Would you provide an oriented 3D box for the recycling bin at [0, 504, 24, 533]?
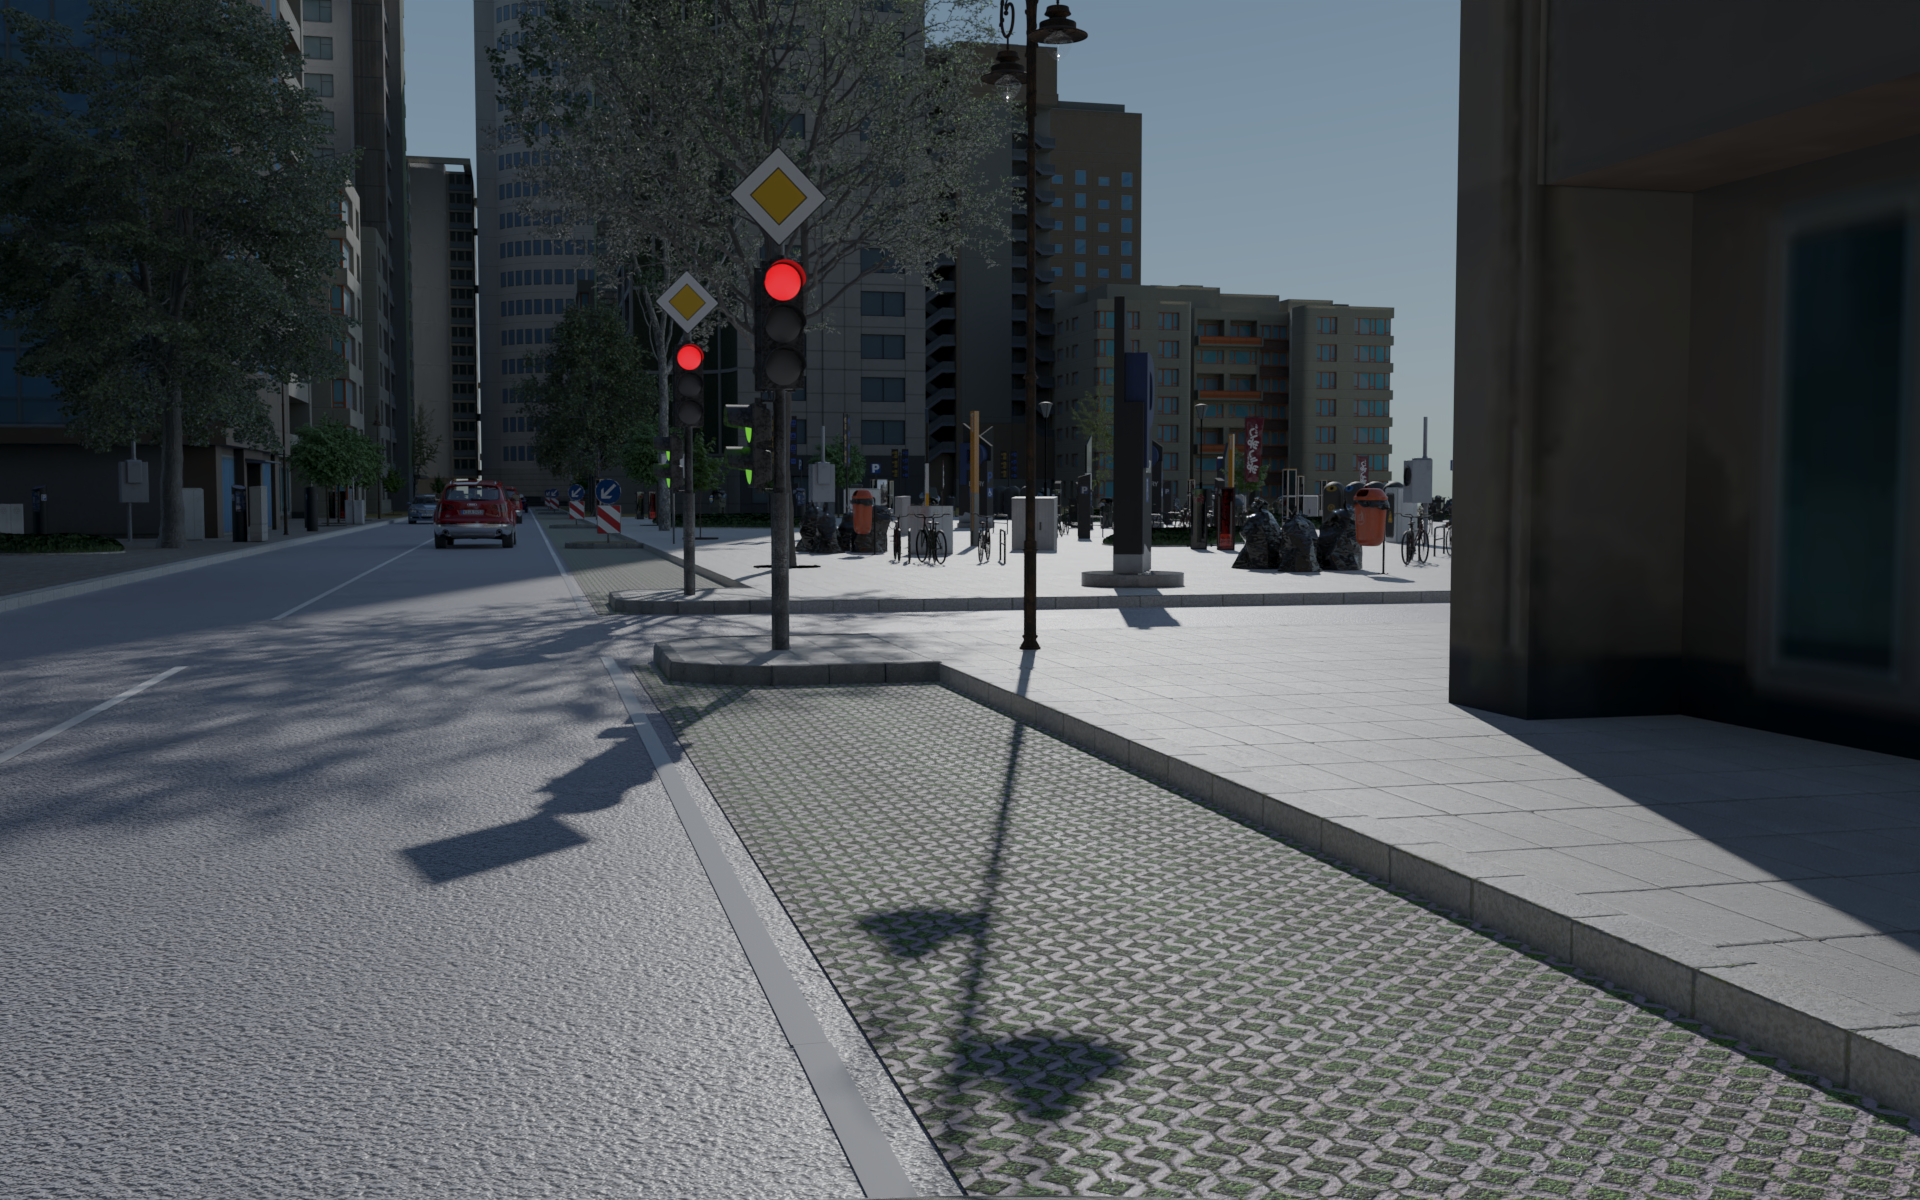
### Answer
[{"bbox_3d":[-24.499,-1.942,44.313,0.722,1.027,0.722,2,4,30],"label":"recycling bin"}]

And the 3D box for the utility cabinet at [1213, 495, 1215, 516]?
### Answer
[{"bbox_3d":[12.983,-4.722,88.368,1.020,1.237,0.306,0,4,5],"label":"utility cabinet"}]

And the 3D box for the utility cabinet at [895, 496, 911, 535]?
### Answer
[{"bbox_3d":[-1.805,-2.636,54.263,0.306,1.237,1.020,-1,4,-14],"label":"utility cabinet"}]

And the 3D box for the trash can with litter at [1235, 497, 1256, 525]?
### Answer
[{"bbox_3d":[10.484,-3.275,64.941,0.624,1.170,1.055,-1,4,-13],"label":"trash can with litter"}]

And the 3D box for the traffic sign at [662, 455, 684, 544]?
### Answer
[{"bbox_3d":[-7.326,-2.577,44.261,0.606,2.300,0.079,-1,4,-8],"label":"traffic sign"}]

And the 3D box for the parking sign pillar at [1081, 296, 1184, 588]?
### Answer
[{"bbox_3d":[2.430,-2.190,24.278,1.447,3.967,1.447,1,4,12],"label":"parking sign pillar"}]

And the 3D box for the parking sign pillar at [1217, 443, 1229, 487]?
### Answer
[{"bbox_3d":[13.714,-6.236,90.437,1.447,3.967,1.447,1,4,17],"label":"parking sign pillar"}]

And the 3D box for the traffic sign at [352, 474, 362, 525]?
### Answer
[{"bbox_3d":[-25.444,-4.434,72.605,0.768,2.556,0.104,-1,4,-9],"label":"traffic sign"}]

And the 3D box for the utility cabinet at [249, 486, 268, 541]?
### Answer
[{"bbox_3d":[-18.940,-2.328,46.747,0.318,1.500,1.173,-1,4,-15],"label":"utility cabinet"}]

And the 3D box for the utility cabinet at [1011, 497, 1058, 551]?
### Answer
[{"bbox_3d":[1.698,-1.738,39.580,1.020,1.237,0.306,1,4,21],"label":"utility cabinet"}]

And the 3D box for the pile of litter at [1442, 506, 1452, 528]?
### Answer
[{"bbox_3d":[18.811,-3.155,65.553,1.176,0.858,1.719,-1,4,-23],"label":"pile of litter"}]

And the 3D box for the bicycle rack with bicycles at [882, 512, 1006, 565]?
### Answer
[{"bbox_3d":[-0.203,-1.177,32.631,2.852,0.926,2.925,0,4,0],"label":"bicycle rack with bicycles"}]

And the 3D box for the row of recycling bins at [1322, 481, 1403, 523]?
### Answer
[{"bbox_3d":[13.436,-3.085,57.548,1.069,1.692,3.534,-2,4,-33],"label":"row of recycling bins"}]

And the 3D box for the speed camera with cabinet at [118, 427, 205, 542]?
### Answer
[{"bbox_3d":[-21.811,-3.239,47.287,2.038,3.252,0.660,-2,4,-32],"label":"speed camera with cabinet"}]

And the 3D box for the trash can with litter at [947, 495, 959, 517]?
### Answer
[{"bbox_3d":[-0.839,-5.245,96.810,2.233,1.210,1.678,1,4,13],"label":"trash can with litter"}]

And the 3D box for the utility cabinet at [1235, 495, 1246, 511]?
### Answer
[{"bbox_3d":[16.222,-5.486,100.862,0.306,1.237,1.020,-2,4,-33],"label":"utility cabinet"}]

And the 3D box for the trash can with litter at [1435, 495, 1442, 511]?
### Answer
[{"bbox_3d":[29.706,-5.885,107.279,1.678,1.210,2.233,-1,4,-18],"label":"trash can with litter"}]

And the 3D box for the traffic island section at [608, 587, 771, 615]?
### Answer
[{"bbox_3d":[-3.418,0.014,22.052,2.009,0.180,2.903,-1,4,-14],"label":"traffic island section"}]

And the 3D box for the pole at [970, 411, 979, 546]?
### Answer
[{"bbox_3d":[0.358,-2.983,42.610,0.158,3.312,0.155,0,3,0],"label":"pole"}]

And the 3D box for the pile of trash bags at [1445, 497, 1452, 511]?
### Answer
[{"bbox_3d":[25.375,-5.149,93.936,3.447,1.369,1.912,3,4,36],"label":"pile of trash bags"}]

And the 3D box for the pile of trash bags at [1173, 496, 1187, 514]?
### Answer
[{"bbox_3d":[12.948,-5.466,99.113,1.912,1.369,3.447,2,4,24],"label":"pile of trash bags"}]

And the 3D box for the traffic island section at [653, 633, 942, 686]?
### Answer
[{"bbox_3d":[-1.459,0.488,14.310,2.009,0.180,2.903,-1,4,-14],"label":"traffic island section"}]

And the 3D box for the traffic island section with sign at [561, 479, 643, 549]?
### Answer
[{"bbox_3d":[-9.461,-2.280,45.901,1.989,1.847,2.006,-1,4,-14],"label":"traffic island section with sign"}]

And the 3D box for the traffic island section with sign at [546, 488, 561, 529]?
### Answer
[{"bbox_3d":[-16.155,-3.898,72.362,1.989,1.847,2.006,-1,4,-14],"label":"traffic island section with sign"}]

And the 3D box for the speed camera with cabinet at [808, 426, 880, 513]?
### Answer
[{"bbox_3d":[-3.385,-3.451,50.764,2.038,3.252,0.660,-1,4,-18],"label":"speed camera with cabinet"}]

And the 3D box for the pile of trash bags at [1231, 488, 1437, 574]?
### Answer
[{"bbox_3d":[6.049,-1.174,28.952,1.912,1.369,3.447,-1,4,-22],"label":"pile of trash bags"}]

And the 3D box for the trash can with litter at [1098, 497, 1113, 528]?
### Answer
[{"bbox_3d":[5.488,-3.335,65.907,0.624,1.170,1.055,0,4,-4],"label":"trash can with litter"}]

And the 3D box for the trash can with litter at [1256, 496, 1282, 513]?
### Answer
[{"bbox_3d":[12.095,-3.490,68.455,1.055,1.170,0.624,-1,4,-19],"label":"trash can with litter"}]

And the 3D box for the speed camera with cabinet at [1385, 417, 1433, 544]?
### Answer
[{"bbox_3d":[11.647,-3.099,45.005,0.660,3.252,2.038,0,4,-5],"label":"speed camera with cabinet"}]

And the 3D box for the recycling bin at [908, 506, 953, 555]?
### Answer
[{"bbox_3d":[-0.631,-1.490,36.911,0.722,1.027,0.722,-3,5,-44],"label":"recycling bin"}]

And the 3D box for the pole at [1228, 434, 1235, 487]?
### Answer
[{"bbox_3d":[9.215,-3.976,58.846,0.158,3.312,0.155,0,3,0],"label":"pole"}]

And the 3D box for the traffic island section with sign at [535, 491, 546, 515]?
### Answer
[{"bbox_3d":[-28.526,-6.888,121.253,1.989,1.847,2.006,-1,4,-14],"label":"traffic island section with sign"}]

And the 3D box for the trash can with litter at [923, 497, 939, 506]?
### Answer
[{"bbox_3d":[-1.143,-3.839,74.155,0.624,1.170,1.055,2,4,26],"label":"trash can with litter"}]

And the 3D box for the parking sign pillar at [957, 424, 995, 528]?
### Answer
[{"bbox_3d":[0.657,-4.918,68.884,1.447,3.967,1.447,-2,4,-28],"label":"parking sign pillar"}]

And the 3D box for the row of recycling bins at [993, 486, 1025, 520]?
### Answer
[{"bbox_3d":[2.430,-4.938,87.846,1.069,1.692,3.534,-3,5,-43],"label":"row of recycling bins"}]

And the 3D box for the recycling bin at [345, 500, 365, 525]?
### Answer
[{"bbox_3d":[-25.548,-3.704,73.107,0.722,1.027,0.722,-1,4,-15],"label":"recycling bin"}]

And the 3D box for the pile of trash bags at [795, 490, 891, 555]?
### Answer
[{"bbox_3d":[-2.430,-1.713,37.752,1.912,1.369,3.447,-1,4,-17],"label":"pile of trash bags"}]

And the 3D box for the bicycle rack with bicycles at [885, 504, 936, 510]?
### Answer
[{"bbox_3d":[-2.012,-3.000,62.431,2.852,0.926,2.925,1,4,17],"label":"bicycle rack with bicycles"}]

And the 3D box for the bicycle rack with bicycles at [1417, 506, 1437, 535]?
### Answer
[{"bbox_3d":[13.830,-2.506,54.359,2.852,0.926,2.925,3,4,37],"label":"bicycle rack with bicycles"}]

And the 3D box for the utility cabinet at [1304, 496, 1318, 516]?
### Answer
[{"bbox_3d":[14.505,-3.767,72.744,1.020,1.237,0.306,1,4,18],"label":"utility cabinet"}]

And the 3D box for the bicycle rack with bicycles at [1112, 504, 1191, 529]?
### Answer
[{"bbox_3d":[6.778,-3.025,62.845,2.852,0.926,2.925,-2,4,-30],"label":"bicycle rack with bicycles"}]
